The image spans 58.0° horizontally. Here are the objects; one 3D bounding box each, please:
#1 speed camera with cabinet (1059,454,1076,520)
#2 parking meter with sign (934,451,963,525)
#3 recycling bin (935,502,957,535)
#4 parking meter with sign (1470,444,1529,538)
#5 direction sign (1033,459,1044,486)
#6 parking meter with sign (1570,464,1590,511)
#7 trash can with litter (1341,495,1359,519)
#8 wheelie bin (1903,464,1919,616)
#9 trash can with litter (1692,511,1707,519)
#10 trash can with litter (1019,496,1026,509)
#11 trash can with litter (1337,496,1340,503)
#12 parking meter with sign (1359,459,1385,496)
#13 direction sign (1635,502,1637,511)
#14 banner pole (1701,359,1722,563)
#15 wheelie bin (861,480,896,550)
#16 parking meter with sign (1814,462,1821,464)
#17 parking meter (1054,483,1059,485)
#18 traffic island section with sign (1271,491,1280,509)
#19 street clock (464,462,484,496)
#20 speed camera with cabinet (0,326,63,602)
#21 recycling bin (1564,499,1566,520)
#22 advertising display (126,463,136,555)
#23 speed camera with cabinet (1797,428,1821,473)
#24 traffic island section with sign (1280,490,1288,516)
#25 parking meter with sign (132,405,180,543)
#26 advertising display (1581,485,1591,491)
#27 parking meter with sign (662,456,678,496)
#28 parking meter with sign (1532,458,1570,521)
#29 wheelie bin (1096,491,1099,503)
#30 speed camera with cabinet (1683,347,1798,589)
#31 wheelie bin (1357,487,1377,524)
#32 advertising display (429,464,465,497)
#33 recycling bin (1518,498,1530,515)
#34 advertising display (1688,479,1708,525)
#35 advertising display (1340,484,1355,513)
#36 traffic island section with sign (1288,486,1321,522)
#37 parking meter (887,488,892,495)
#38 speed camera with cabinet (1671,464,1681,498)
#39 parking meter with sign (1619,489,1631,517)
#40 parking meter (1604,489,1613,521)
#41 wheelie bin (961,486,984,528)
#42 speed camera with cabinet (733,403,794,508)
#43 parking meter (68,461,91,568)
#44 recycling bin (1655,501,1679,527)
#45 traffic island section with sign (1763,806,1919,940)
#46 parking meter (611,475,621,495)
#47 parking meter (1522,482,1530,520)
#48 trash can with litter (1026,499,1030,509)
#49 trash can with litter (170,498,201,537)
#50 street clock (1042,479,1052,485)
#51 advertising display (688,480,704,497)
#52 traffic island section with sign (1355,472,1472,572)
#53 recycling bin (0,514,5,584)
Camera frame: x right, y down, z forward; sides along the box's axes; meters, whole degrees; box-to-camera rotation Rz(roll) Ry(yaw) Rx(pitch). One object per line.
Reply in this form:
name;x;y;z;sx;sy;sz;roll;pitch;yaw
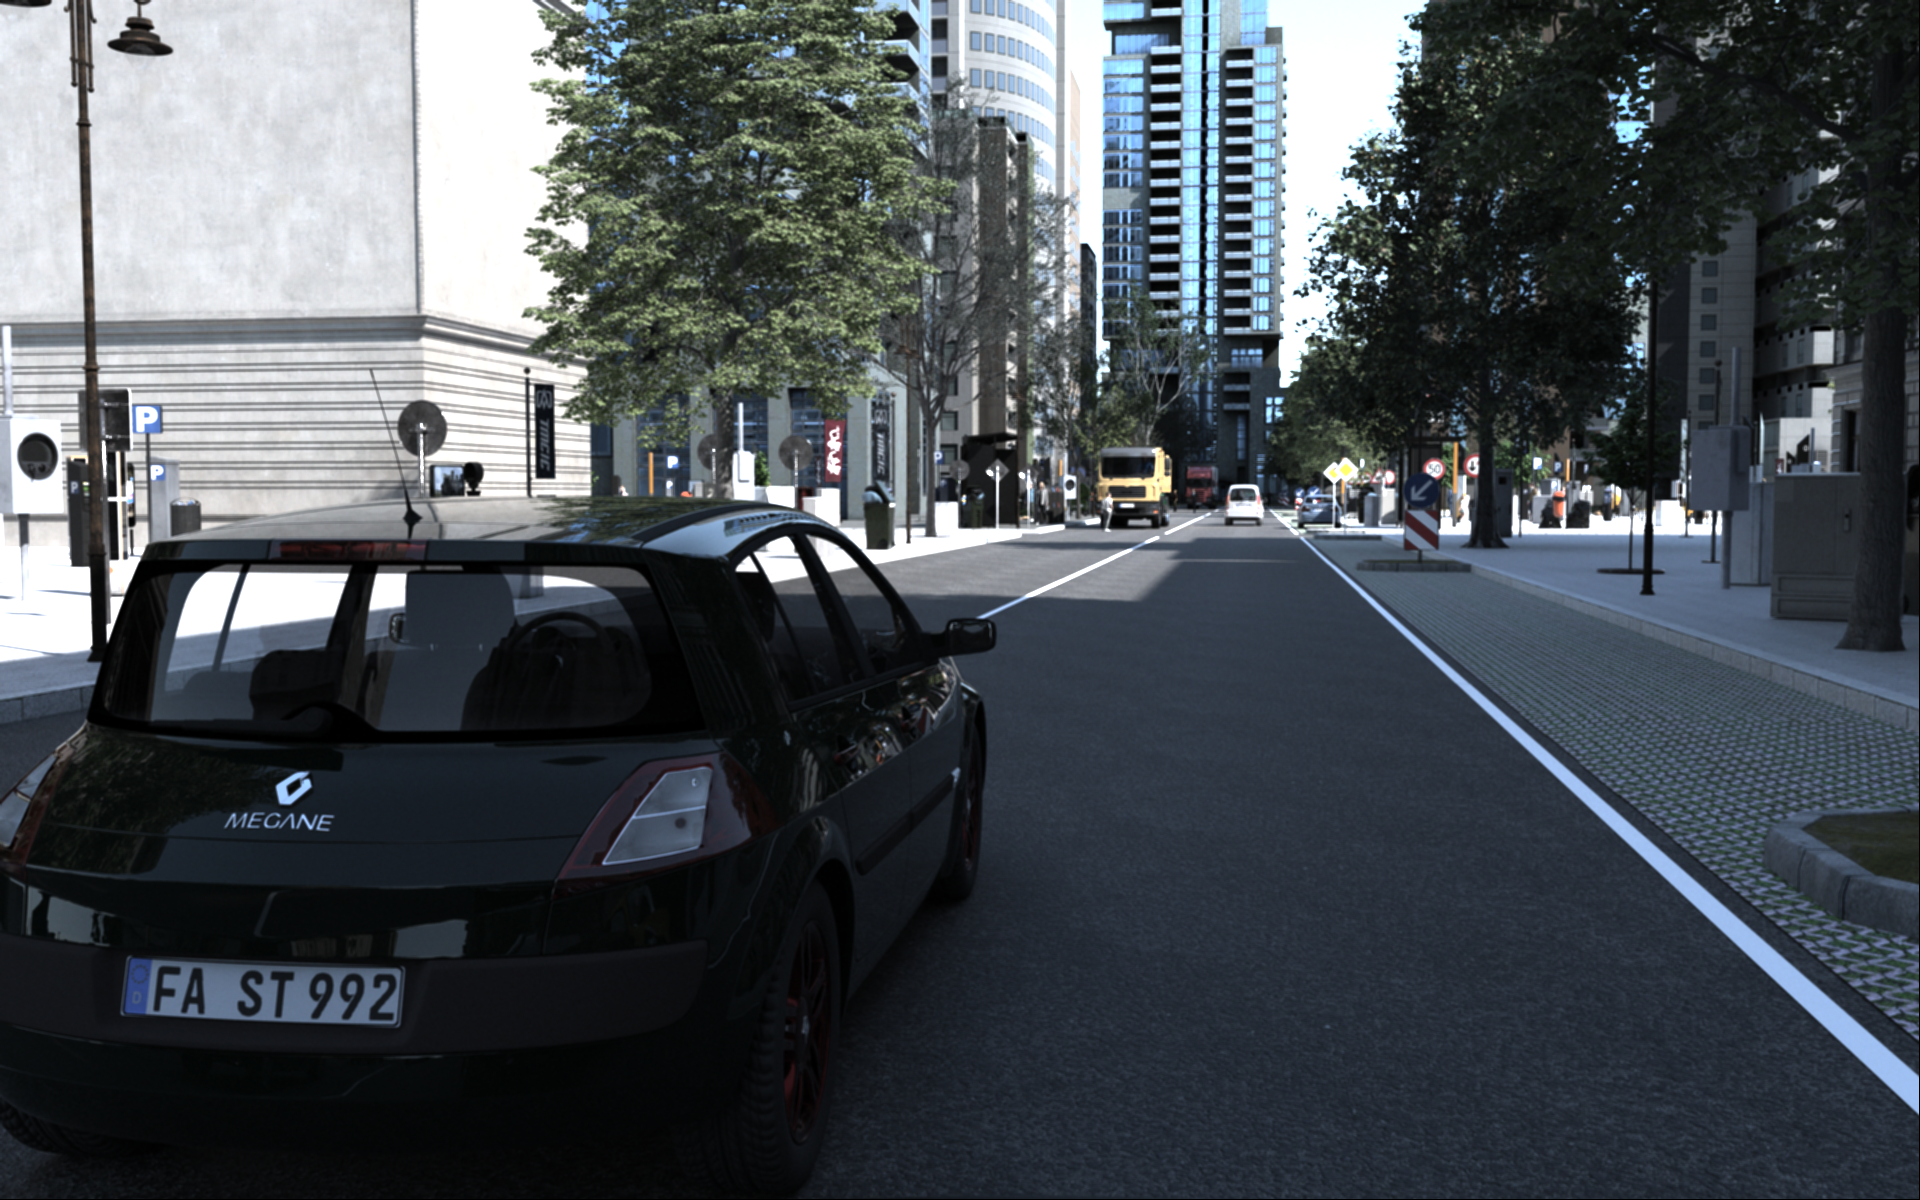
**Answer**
speed camera with cabinet;4.621;-5.494;84.167;2.038;3.252;0.660;-2;4;-26
parking meter with sign;-0.465;-4.553;70.707;0.543;3.016;1.738;2;4;30
recycling bin;-0.467;-2.574;54.647;0.722;1.027;0.722;0;4;-5
parking meter with sign;15.905;-3.355;51.118;1.738;3.016;0.543;-1;4;-23
direction sign;5.052;-7.307;111.474;0.876;3.537;0.379;3;5;39
parking meter with sign;35.528;-6.371;100.421;1.738;3.016;0.543;0;4;-5
trash can with litter;20.619;-4.765;88.971;2.233;1.210;1.678;1;4;8
wheelie bin;10.371;-0.638;18.337;0.980;1.594;0.693;0;4;-4
trash can with litter;38.494;-4.826;90.298;1.055;1.170;0.624;-3;4;-36
trash can with litter;4.158;-6.195;112.674;0.624;1.170;1.055;2;4;24
trash can with litter;23.670;-5.943;108.560;0.624;1.170;1.055;0;4;1
parking meter with sign;20.773;-5.503;86.232;1.738;3.016;0.543;2;4;31
direction sign;50.603;-8.424;129.731;0.876;3.537;0.379;1;4;20
banner pole;14.213;-2.599;32.506;0.401;3.779;0.863;2;4;31
wheelie bin;-1.884;-1.957;39.900;0.693;1.594;0.980;1;4;11
parking meter with sign;46.022;-5.863;92.114;0.543;3.016;1.738;-1;4;-11
parking meter;5.236;-5.406;94.092;0.255;1.863;0.399;-3;5;-42
traffic island section with sign;30.584;-9.454;163.202;1.989;1.847;2.006;1;4;10
street clock;-11.052;-2.128;39.366;0.471;2.002;0.358;3;4;36
speed camera with cabinet;-11.313;-1.555;19.764;0.660;3.252;2.038;1;4;22
recycling bin;29.603;-4.479;85.788;0.722;1.027;0.722;1;4;19
advertising display;-17.566;-1.879;35.932;0.123;1.923;0.974;2;4;25
speed camera with cabinet;25.970;-3.546;52.317;2.038;3.252;0.660;-2;4;-30
traffic island section with sign;22.370;-6.485;114.661;1.989;1.847;2.006;1;4;10
parking meter with sign;-16.059;-2.368;34.982;0.543;3.016;1.738;0;4;-4
advertising display;46.112;-7.485;127.585;0.974;1.923;0.123;-2;4;-35
parking meter with sign;-13.597;-5.170;80.784;0.543;3.016;1.738;-1;4;-23
parking meter with sign;28.090;-5.282;82.621;0.543;3.016;1.738;-2;4;-25
wheelie bin;10.823;-7.718;134.094;0.980;1.594;0.693;-3;5;-43
speed camera with cabinet;10.835;-1.817;24.042;2.038;3.252;0.660;-3;5;-44
wheelie bin;17.625;-4.105;75.019;0.980;1.594;0.693;3;5;43
advertising display;-11.233;-2.004;37.978;0.123;1.923;0.974;2;4;26
recycling bin;34.563;-5.703;105.802;0.722;1.027;0.722;-2;4;-28
advertising display;31.212;-4.154;73.137;0.123;1.923;0.974;-2;4;-30
advertising display;25.745;-6.717;115.038;0.974;1.923;0.123;2;4;28
traffic island section with sign;17.877;-4.860;88.082;1.989;1.847;2.006;1;4;10
parking meter;-2.974;-3.946;72.921;0.372;1.533;0.369;0;3;0
speed camera with cabinet;47.351;-7.235;112.622;2.038;3.252;0.660;-1;4;-11
parking meter with sign;37.359;-6.171;97.149;0.543;3.016;1.738;0;4;6
parking meter;30.535;-4.476;81.590;0.372;1.533;0.369;0;3;0
wheelie bin;0.508;-3.484;64.874;0.980;1.594;0.693;-3;5;-44
speed camera with cabinet;-4.503;-2.689;38.303;0.660;3.252;2.038;3;4;36
parking meter;-15.377;-1.507;30.343;0.399;1.863;0.255;2;4;26
recycling bin;27.725;-3.386;67.921;0.722;1.027;0.722;0;4;3
traffic island section with sign;3.998;0.159;6.020;1.989;1.847;2.006;1;4;10
parking meter;-10.759;-2.966;54.203;0.255;1.863;0.399;0;4;1
parking meter;27.890;-4.875;85.419;0.399;1.863;0.255;1;4;13
trash can with litter;4.014;-5.658;103.566;1.678;1.210;2.233;0;4;-8
trash can with litter;-14.259;-1.335;32.887;2.233;1.210;1.678;-2;4;-29
street clock;4.096;-4.708;81.553;0.471;2.002;0.358;-3;5;-39
advertising display;-11.850;-4.441;77.828;0.974;1.923;0.123;3;5;40
traffic island section with sign;8.495;-1.466;32.599;1.989;1.847;2.006;1;4;10
recycling bin;-13.995;-0.727;24.437;0.722;1.027;0.722;-1;4;-10
